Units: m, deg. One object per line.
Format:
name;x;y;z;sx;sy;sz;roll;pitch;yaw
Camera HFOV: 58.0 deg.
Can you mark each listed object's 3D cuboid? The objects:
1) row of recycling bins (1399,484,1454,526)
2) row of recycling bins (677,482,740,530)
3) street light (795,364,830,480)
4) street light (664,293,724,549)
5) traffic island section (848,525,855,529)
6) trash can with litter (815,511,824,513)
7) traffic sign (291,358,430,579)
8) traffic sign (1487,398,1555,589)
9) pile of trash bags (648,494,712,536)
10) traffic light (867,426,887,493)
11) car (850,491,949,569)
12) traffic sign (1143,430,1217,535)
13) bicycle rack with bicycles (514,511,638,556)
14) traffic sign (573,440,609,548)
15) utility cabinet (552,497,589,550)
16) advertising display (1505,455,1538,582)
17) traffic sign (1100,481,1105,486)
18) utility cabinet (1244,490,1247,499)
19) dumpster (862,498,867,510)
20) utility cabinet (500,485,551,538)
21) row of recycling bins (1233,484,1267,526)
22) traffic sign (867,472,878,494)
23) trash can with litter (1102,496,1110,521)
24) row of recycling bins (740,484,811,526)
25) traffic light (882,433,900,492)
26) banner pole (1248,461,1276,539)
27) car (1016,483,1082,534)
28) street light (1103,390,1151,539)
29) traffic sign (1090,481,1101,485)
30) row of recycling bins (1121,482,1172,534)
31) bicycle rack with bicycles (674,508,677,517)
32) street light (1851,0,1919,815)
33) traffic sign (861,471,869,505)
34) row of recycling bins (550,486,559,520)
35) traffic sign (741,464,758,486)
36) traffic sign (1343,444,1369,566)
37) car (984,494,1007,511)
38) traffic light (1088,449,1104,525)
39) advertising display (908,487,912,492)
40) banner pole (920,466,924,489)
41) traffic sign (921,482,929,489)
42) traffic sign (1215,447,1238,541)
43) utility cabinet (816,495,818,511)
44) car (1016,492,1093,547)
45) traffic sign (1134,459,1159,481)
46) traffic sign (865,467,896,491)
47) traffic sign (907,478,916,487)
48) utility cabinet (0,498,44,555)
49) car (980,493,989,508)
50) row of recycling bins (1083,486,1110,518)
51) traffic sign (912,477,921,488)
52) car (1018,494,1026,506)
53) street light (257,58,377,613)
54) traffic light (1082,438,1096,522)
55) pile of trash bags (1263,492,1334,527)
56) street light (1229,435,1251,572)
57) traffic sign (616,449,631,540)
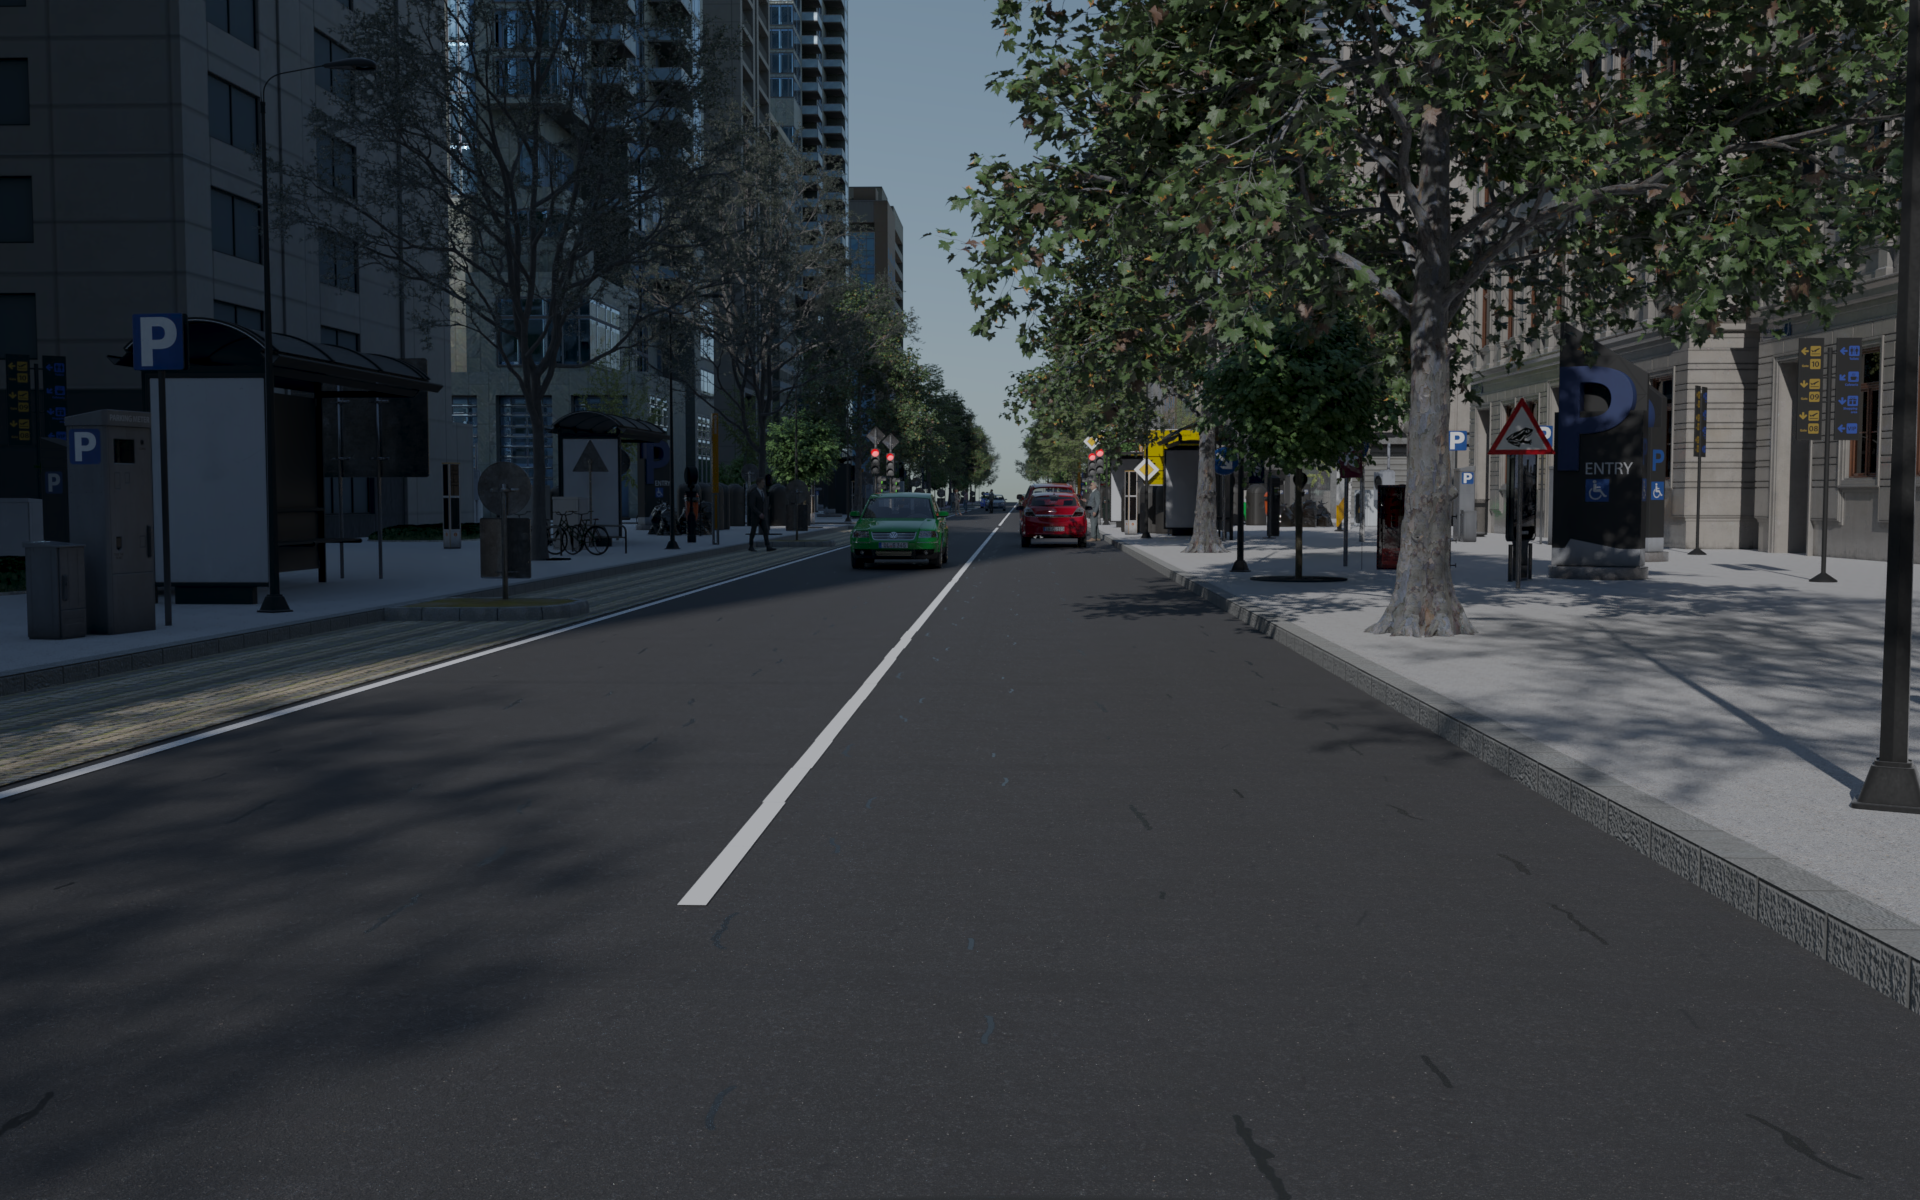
row of recycling bins;19.110;-3.817;69.516;3.534;1.692;1.069;2;4;24
row of recycling bins;-9.021;-3.316;61.329;1.069;1.692;3.534;1;4;14
street light;-5.321;-5.469;61.967;1.470;5.913;1.316;0;4;2
street light;-6.148;-4.132;40.100;1.470;5.913;1.316;0;4;2
traffic island section;-3.515;-3.039;71.962;2.009;0.180;2.903;0;4;2
trash can with litter;-10.395;-6.691;120.463;1.678;1.210;2.233;-3;5;-42
traffic sign;-9.073;-1.975;26.162;2.265;3.308;0.079;1;4;12
traffic sign;7.577;-1.434;23.442;0.884;2.594;0.081;0;4;7
pile of trash bags;-8.575;-2.701;53.917;1.912;1.369;3.447;-1;4;-19
traffic light;-3.475;-5.071;71.825;0.839;4.253;0.868;0;4;2
car;-1.180;-1.587;34.740;1.959;1.807;4.718;0;4;2
traffic sign;6.824;-3.669;53.853;2.265;3.308;0.079;0;4;6
bicycle rack with bicycles;-8.402;-1.445;37.015;2.925;0.926;2.852;3;4;39
traffic sign;-8.854;-2.538;41.506;0.884;2.594;0.081;0;4;5
utility cabinet;-8.965;-1.758;39.909;1.020;1.237;0.306;3;5;41
advertising display;8.306;-1.249;25.638;0.123;1.923;0.974;3;4;37
traffic sign;8.410;-6.256;102.387;0.768;2.556;0.104;1;4;8
utility cabinet;17.465;-5.801;103.523;1.173;1.500;0.318;1;4;22
dumpster;-6.471;-7.318;125.408;1.264;1.857;1.865;0;4;2
utility cabinet;-10.694;-2.075;42.605;1.173;1.500;0.318;-2;4;-33
row of recycling bins;10.756;-3.896;70.814;3.534;1.692;1.069;1;4;10
traffic sign;-4.850;-5.941;97.235;0.768;2.556;0.104;0;4;5
trash can with litter;7.233;-4.315;81.935;1.055;1.170;0.624;1;4;14
row of recycling bins;-7.708;-3.812;69.435;3.534;1.692;1.069;-1;4;-23
traffic light;-3.176;-5.559;79.805;0.839;4.253;0.868;0;4;2
banner pole;8.728;-3.669;50.008;0.863;3.779;0.401;2;4;27
car;3.114;-3.145;60.092;2.281;1.827;5.304;0;4;0
street light;4.842;-4.732;49.913;1.470;5.913;1.316;0;4;2
traffic sign;7.870;-6.231;101.879;0.884;2.594;0.081;0;4;5
row of recycling bins;6.264;-3.053;57.037;1.069;1.692;3.534;-1;4;-18
bicycle rack with bicycles;-10.794;-3.193;65.593;2.925;0.926;2.852;-1;4;-19
street light;3.284;-2.105;6.952;1.470;5.913;1.316;0;4;2
traffic sign;-5.340;-5.969;97.695;0.768;2.556;0.104;0;4;5
row of recycling bins;-20.955;-4.748;84.734;3.534;1.692;1.069;-2;4;-35
traffic sign;-8.836;-4.446;72.802;0.768;2.556;0.104;1;4;9
traffic sign;6.839;-1.868;30.654;0.768;2.556;0.104;0;4;7
car;3.041;-8.321;148.053;2.014;1.417;4.499;0;4;2
traffic light;5.730;-5.051;71.497;0.839;4.253;0.868;0;4;2
advertising display;-4.308;-8.191;139.138;0.974;1.923;0.123;1;4;19
banner pole;-3.066;-9.134;139.363;0.401;3.779;0.863;-2;4;-24
traffic sign;-2.857;-8.540;141.759;0.606;2.300;0.079;1;4;8
traffic sign;7.173;-2.871;47.055;0.768;2.556;0.104;0;4;4
utility cabinet;-10.612;-7.101;127.261;0.306;1.237;1.020;0;4;-2
car;2.615;-2.387;48.072;2.155;1.783;4.494;0;4;3
traffic sign;5.777;-3.212;53.709;0.795;2.450;0.064;0;4;3
traffic sign;-5.681;-7.953;123.911;2.265;3.308;0.079;1;4;11
traffic sign;-3.689;-7.736;126.492;0.884;2.594;0.081;0;4;6
utility cabinet;-14.372;-0.939;26.515;1.020;1.237;0.306;2;4;34
car;2.979;-10.226;176.787;1.945;1.707;3.694;0;4;4
row of recycling bins;7.814;-5.212;92.329;1.069;1.692;3.534;-2;4;-35
traffic sign;-3.267;-7.905;129.349;0.768;2.556;0.104;0;4;7
car;7.448;-11.306;194.636;2.009;1.686;4.222;0;4;3
street light;-6.905;-2.818;18.619;1.470;5.913;1.316;0;4;2
traffic light;6.030;-5.539;79.477;0.839;4.253;0.868;0;4;2
pile of trash bags;12.910;-3.514;67.202;3.447;1.369;1.912;-3;5;-45
street light;4.084;-3.418;28.432;1.470;5.913;1.316;0;4;2
traffic sign;-9.504;-2.928;47.982;0.768;2.556;0.104;0;4;6
